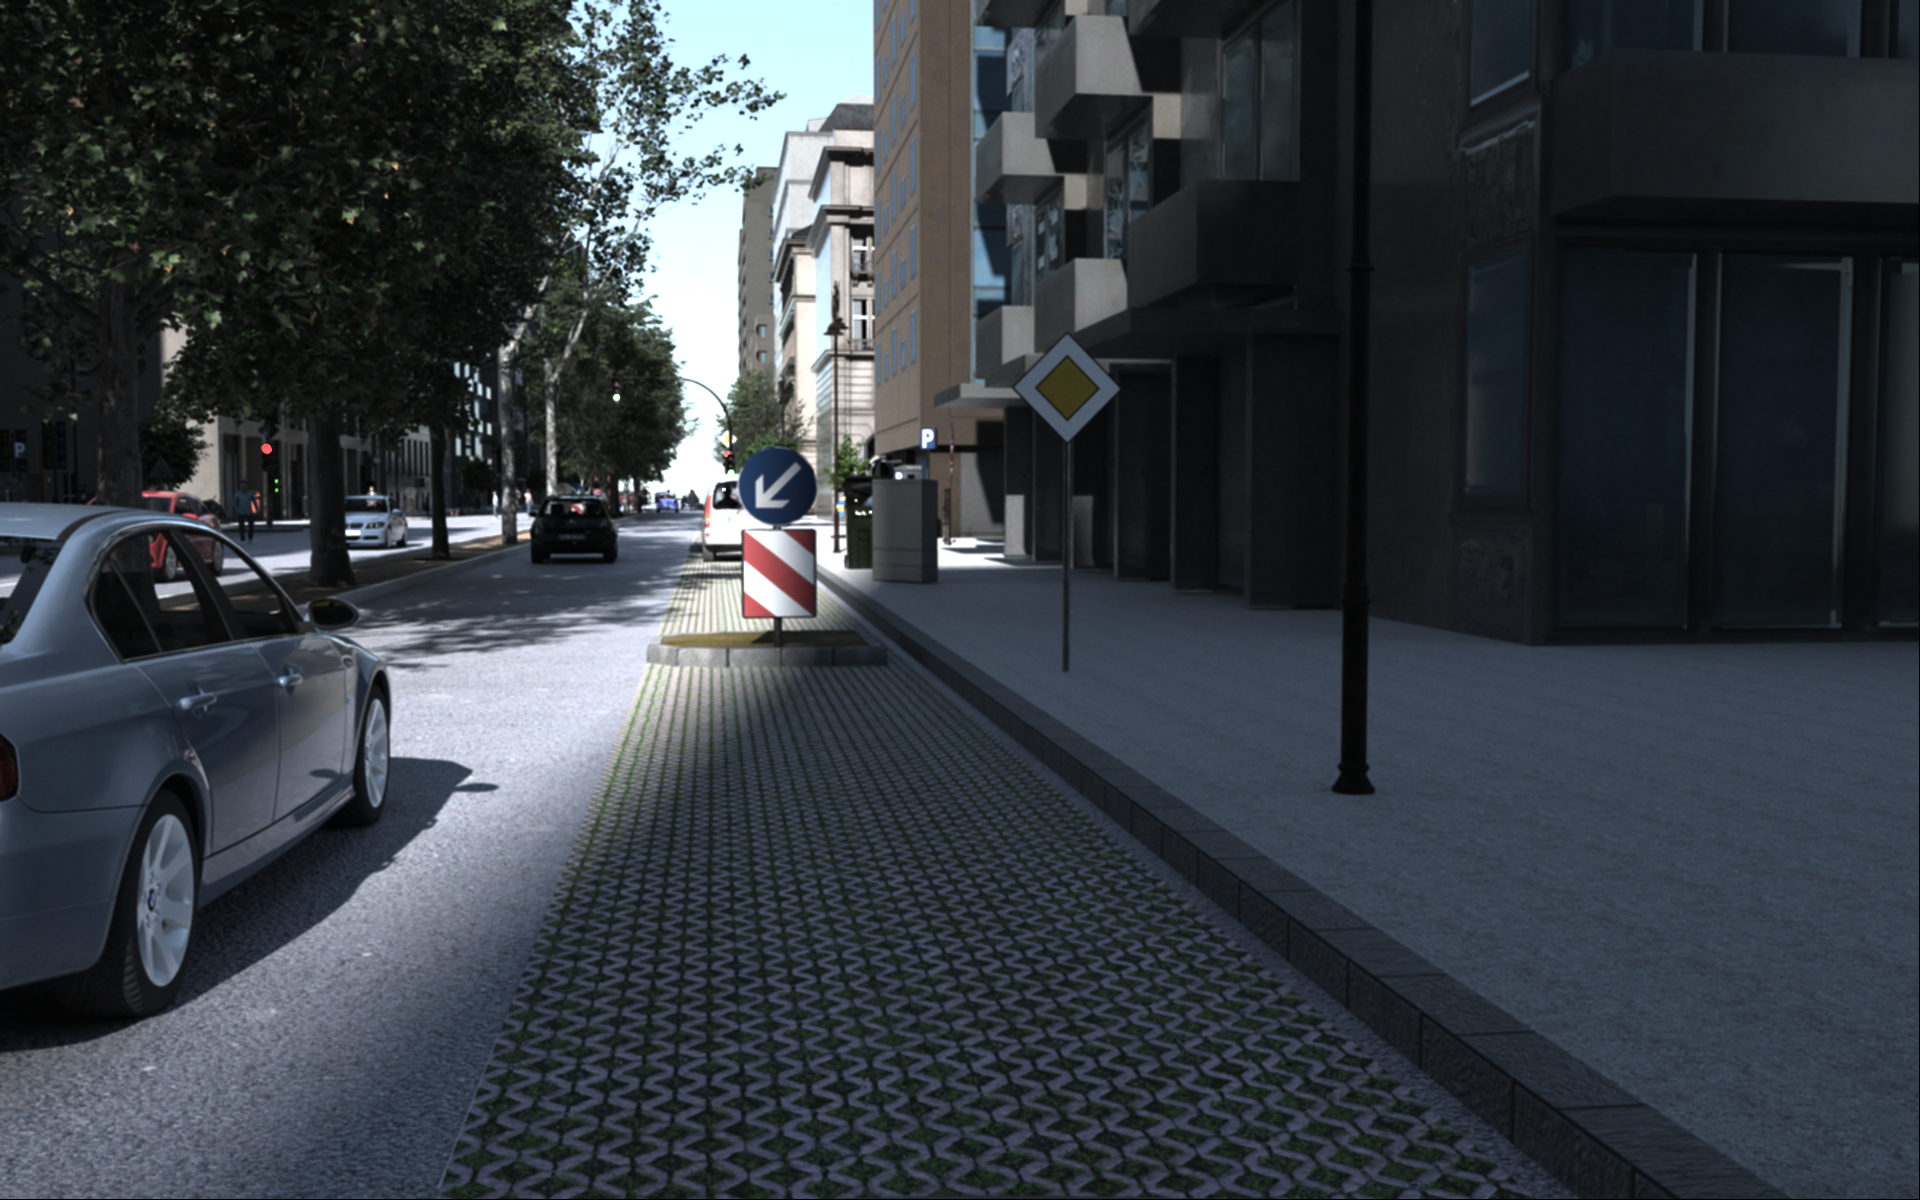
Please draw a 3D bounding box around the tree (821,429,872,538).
[{"bbox_3d":[-3.405,-3.435,50.756,1.663,3.219,1.824,0,3,0],"label":"tree"}]

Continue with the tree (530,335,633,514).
[{"bbox_3d":[-16.994,-7.654,77.962,4.360,8.622,3.978,0,3,0],"label":"tree"}]

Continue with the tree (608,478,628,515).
[{"bbox_3d":[-22.956,-10.123,118.331,4.737,8.622,4.395,0,3,0],"label":"tree"}]

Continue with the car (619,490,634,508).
[{"bbox_3d":[-35.628,-10.788,185.058,2.281,1.827,5.304,0,4,-6],"label":"car"}]

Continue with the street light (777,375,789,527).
[{"bbox_3d":[-6.863,-5.782,67.319,0.468,5.910,1.993,-1,4,-8],"label":"street light"}]

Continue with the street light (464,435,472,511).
[{"bbox_3d":[-37.798,-9.815,133.267,0.468,5.910,1.993,-1,4,-8],"label":"street light"}]

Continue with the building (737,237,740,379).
[{"bbox_3d":[-27.353,-41.297,298.911,21.300,48.544,21.600,-1,4,-8],"label":"building"}]

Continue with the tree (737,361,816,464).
[{"bbox_3d":[-9.983,-8.862,95.250,4.360,8.622,3.978,0,3,0],"label":"tree"}]

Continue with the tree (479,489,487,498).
[{"bbox_3d":[-39.953,-9.158,144.331,1.663,3.219,1.824,0,3,0],"label":"tree"}]

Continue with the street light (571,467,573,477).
[{"bbox_3d":[-52.061,-15.869,232.239,0.468,5.910,1.993,-1,4,-8],"label":"street light"}]

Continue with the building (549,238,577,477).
[{"bbox_3d":[-66.820,-35.743,267.987,14.154,41.232,14.086,-1,4,-8],"label":"building"}]

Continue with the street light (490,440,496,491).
[{"bbox_3d":[-40.167,-10.792,149.242,0.468,5.910,1.993,-1,4,-8],"label":"street light"}]

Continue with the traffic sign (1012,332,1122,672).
[{"bbox_3d":[0.763,-0.689,12.455,0.795,2.450,0.064,0,4,-7],"label":"traffic sign"}]

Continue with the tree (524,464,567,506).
[{"bbox_3d":[-46.461,-12.709,191.507,4.285,4.588,4.351,0,3,0],"label":"tree"}]

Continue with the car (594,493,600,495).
[{"bbox_3d":[-39.410,-10.869,187.293,1.945,1.707,3.694,0,4,-6],"label":"car"}]

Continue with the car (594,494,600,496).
[{"bbox_3d":[-26.393,-6.979,123.894,2.009,1.686,4.222,0,4,-6],"label":"car"}]

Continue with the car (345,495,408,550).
[{"bbox_3d":[-15.781,-2.073,45.904,2.014,1.417,4.499,-1,4,-9],"label":"car"}]

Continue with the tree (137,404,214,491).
[{"bbox_3d":[-28.878,-4.834,62.755,4.285,4.588,4.351,0,3,0],"label":"tree"}]

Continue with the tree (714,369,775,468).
[{"bbox_3d":[-18.875,-14.606,156.942,7.486,12.596,7.792,0,3,0],"label":"tree"}]

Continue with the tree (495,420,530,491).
[{"bbox_3d":[-42.111,-13.110,164.712,4.360,8.622,3.978,0,3,0],"label":"tree"}]

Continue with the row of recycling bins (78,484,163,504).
[{"bbox_3d":[-35.264,-3.999,72.492,3.534,1.692,1.069,-3,4,-37],"label":"row of recycling bins"}]

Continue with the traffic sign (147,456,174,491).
[{"bbox_3d":[-27.060,-3.587,58.648,0.884,2.594,0.081,0,4,-5],"label":"traffic sign"}]

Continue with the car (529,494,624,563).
[{"bbox_3d":[-8.276,-1.683,37.301,2.009,1.686,4.222,-1,4,-10],"label":"car"}]

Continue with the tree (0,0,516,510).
[{"bbox_3d":[-8.107,-5.927,16.378,9.611,12.733,9.660,0,3,0],"label":"tree"}]

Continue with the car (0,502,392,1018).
[{"bbox_3d":[-3.203,0.372,5.928,2.014,1.417,4.499,0,4,-7],"label":"car"}]

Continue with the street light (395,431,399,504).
[{"bbox_3d":[-33.638,-7.984,103.331,0.468,5.910,1.993,-1,4,-8],"label":"street light"}]

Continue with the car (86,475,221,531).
[{"bbox_3d":[-13.795,-1.227,29.103,2.155,1.783,4.494,-1,4,-8],"label":"car"}]

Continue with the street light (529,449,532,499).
[{"bbox_3d":[-44.358,-12.611,178.983,0.468,5.910,1.993,-1,4,-8],"label":"street light"}]

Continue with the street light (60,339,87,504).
[{"bbox_3d":[-26.040,-4.781,50.960,0.468,5.910,1.993,-1,4,-8],"label":"street light"}]

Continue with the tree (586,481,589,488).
[{"bbox_3d":[-56.468,-16.648,255.908,4.285,4.588,4.351,0,3,0],"label":"tree"}]

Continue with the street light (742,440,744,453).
[{"bbox_3d":[-18.540,-10.738,148.351,0.468,5.910,1.993,-1,4,-8],"label":"street light"}]

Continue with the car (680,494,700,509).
[{"bbox_3d":[-25.787,-9.385,165.450,2.014,1.417,4.499,-1,4,-9],"label":"car"}]

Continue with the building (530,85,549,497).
[{"bbox_3d":[-68.468,-56.931,243.485,22.319,86.520,31.000,-1,4,-8],"label":"building"}]

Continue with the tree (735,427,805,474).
[{"bbox_3d":[-9.190,-6.166,84.526,4.285,4.588,4.351,0,3,0],"label":"tree"}]

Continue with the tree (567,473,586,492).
[{"bbox_3d":[-51.276,-14.643,223.121,4.285,4.588,4.351,0,3,0],"label":"tree"}]

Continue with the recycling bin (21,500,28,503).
[{"bbox_3d":[-39.062,-3.675,72.646,0.722,1.027,0.722,3,5,43],"label":"recycling bin"}]

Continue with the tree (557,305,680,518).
[{"bbox_3d":[-20.391,-11.085,101.823,7.486,12.596,7.792,0,3,0],"label":"tree"}]

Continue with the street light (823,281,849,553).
[{"bbox_3d":[-2.695,-3.970,37.699,0.468,5.910,1.993,-1,4,-8],"label":"street light"}]

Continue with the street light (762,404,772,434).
[{"bbox_3d":[-9.875,-7.098,88.837,0.468,5.910,1.993,-1,4,-8],"label":"street light"}]

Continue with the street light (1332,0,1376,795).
[{"bbox_3d":[1.697,-2.110,7.293,0.468,5.910,1.993,-1,4,-8],"label":"street light"}]

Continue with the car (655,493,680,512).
[{"bbox_3d":[-22.986,-7.739,136.122,1.945,1.707,3.694,0,4,-8],"label":"car"}]

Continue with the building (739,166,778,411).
[{"bbox_3d":[-20.759,-38.480,252.854,21.300,48.544,21.600,-1,4,-8],"label":"building"}]

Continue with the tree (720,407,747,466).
[{"bbox_3d":[-29.848,-19.875,235.326,12.009,13.543,11.850,0,3,0],"label":"tree"}]

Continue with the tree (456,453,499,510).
[{"bbox_3d":[-38.681,-9.491,138.895,4.285,4.588,4.351,0,3,0],"label":"tree"}]

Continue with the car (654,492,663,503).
[{"bbox_3d":[-49.006,-16.848,284.143,2.281,1.827,5.304,-1,4,-9],"label":"car"}]

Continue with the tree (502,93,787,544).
[{"bbox_3d":[-11.554,-11.615,48.246,12.611,20.169,13.585,0,3,0],"label":"tree"}]

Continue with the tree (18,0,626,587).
[{"bbox_3d":[-9.695,-7.167,26.285,9.857,13.997,8.962,0,3,0],"label":"tree"}]

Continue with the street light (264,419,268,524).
[{"bbox_3d":[-29.311,-6.139,73.165,0.468,5.910,1.993,-1,4,-8],"label":"street light"}]

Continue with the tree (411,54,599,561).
[{"bbox_3d":[-11.309,-6.658,37.078,9.928,11.665,9.643,0,3,0],"label":"tree"}]

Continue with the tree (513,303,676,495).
[{"bbox_3d":[-17.988,-8.992,83.891,8.767,10.594,7.601,-1,4,-8],"label":"tree"}]

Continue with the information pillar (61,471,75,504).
[{"bbox_3d":[-28.984,-3.173,56.373,0.304,2.012,0.304,1,4,13],"label":"information pillar"}]

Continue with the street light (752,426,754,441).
[{"bbox_3d":[-14.107,-8.909,118.448,0.468,5.910,1.993,-1,4,-8],"label":"street light"}]

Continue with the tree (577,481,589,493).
[{"bbox_3d":[-57.890,-16.658,266.960,1.663,3.219,1.824,0,3,0],"label":"tree"}]

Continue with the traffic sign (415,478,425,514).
[{"bbox_3d":[-34.415,-6.619,110.349,0.606,2.300,0.079,0,4,0],"label":"traffic sign"}]

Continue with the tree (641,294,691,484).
[{"bbox_3d":[-19.068,-11.229,92.703,9.857,13.997,8.962,0,3,0],"label":"tree"}]

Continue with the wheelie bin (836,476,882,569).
[{"bbox_3d":[-1.633,-1.339,29.798,0.980,1.594,0.693,0,4,-6],"label":"wheelie bin"}]

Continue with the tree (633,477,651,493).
[{"bbox_3d":[-23.575,-10.404,122.929,4.360,8.622,3.978,0,3,0],"label":"tree"}]

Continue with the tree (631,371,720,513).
[{"bbox_3d":[-24.611,-13.437,132.524,12.009,13.543,11.850,0,3,0],"label":"tree"}]

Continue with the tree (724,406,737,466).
[{"bbox_3d":[-16.584,-11.356,136.029,4.360,8.622,3.978,0,3,0],"label":"tree"}]
